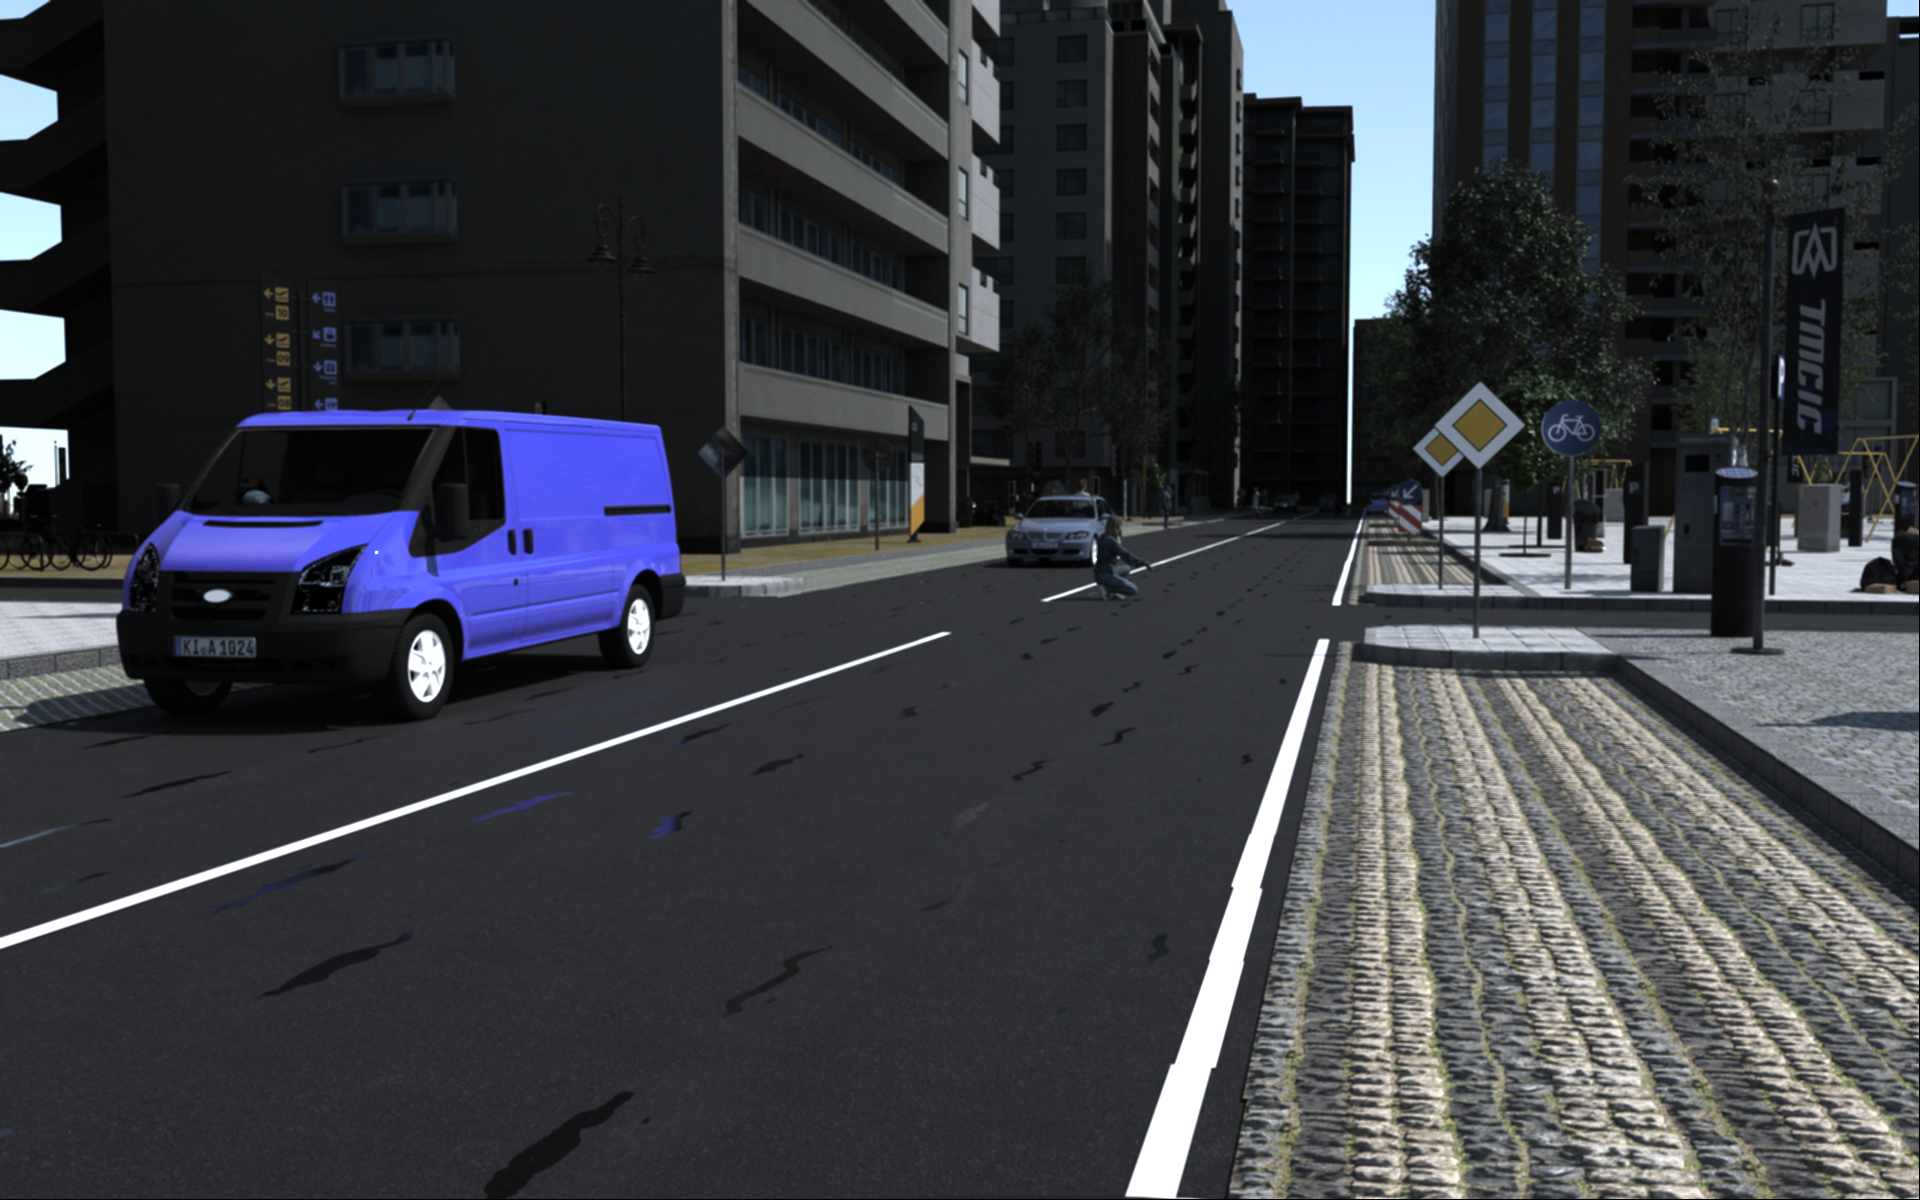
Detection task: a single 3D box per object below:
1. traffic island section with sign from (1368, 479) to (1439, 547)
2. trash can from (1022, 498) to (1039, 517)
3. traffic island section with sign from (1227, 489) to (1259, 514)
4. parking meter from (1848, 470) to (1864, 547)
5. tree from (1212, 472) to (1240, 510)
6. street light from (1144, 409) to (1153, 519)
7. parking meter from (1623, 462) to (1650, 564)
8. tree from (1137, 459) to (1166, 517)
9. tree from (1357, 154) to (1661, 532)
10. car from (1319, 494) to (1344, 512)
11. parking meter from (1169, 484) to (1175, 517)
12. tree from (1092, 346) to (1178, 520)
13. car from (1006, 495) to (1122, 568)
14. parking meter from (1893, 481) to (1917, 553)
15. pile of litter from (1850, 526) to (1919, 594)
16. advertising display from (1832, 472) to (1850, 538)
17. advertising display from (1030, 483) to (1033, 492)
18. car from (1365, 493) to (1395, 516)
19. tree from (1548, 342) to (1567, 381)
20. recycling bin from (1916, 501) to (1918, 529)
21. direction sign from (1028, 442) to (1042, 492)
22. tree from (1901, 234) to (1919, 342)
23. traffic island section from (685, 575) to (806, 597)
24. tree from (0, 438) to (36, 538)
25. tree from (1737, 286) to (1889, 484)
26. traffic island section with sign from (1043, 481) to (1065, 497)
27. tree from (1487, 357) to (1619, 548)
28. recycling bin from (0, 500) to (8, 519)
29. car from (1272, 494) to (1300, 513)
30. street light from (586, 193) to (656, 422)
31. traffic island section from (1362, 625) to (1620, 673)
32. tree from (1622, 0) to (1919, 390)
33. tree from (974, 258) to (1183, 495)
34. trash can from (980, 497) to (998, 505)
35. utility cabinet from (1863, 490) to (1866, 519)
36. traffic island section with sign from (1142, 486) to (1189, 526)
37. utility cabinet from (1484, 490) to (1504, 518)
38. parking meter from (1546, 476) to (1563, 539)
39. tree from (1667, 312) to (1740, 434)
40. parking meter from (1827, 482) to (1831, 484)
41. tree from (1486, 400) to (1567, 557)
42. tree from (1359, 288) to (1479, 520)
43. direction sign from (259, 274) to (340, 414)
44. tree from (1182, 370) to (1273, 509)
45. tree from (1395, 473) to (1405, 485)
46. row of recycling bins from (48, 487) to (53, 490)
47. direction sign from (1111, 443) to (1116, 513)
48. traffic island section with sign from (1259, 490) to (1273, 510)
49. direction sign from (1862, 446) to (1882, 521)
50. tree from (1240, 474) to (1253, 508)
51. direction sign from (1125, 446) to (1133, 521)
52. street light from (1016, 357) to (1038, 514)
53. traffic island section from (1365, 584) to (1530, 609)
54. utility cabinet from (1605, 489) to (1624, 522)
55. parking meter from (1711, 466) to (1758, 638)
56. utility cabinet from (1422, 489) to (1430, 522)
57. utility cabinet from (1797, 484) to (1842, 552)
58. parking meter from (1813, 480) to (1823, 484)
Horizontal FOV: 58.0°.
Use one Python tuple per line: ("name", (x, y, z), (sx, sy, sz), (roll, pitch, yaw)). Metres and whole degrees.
("traffic island section with sign", (12.315, -2.402, 47.900), (1.989, 1.847, 2.006), (1, 4, 13))
("trash can", (3.959, -5.462, 100.959), (0.748, 1.137, 0.748), (0, 3, 0))
("traffic island section with sign", (20.327, -7.107, 124.834), (1.989, 1.847, 2.006), (1, 4, 13))
("parking meter", (21.882, -2.237, 42.281), (0.255, 1.863, 0.399), (3, 4, 37))
("tree", (21.119, -8.807, 138.596), (1.663, 3.219, 1.824), (0, 3, 0))
("street light", (9.913, -7.187, 90.301), (0.468, 5.910, 1.993), (1, 4, 13))
("parking meter", (12.386, -1.592, 31.746), (0.255, 1.863, 0.399), (-3, 5, -43))
("tree", (10.584, -6.189, 95.796), (1.663, 3.219, 1.824), (0, 3, 0))
("tree", (18.426, -8.672, 58.790), (9.611, 12.733, 9.660), (0, 3, 0))
("car", (29.769, -7.765, 138.965), (2.014, 1.417, 4.499), (1, 4, 14))
("parking meter", (12.037, -5.695, 98.817), (0.399, 1.863, 0.255), (3, 4, 39))
("tree", (8.387, -8.265, 85.499), (4.360, 8.622, 3.978), (0, 3, 0))
("car", (2.192, -1.435, 35.464), (2.014, 1.417, 4.499), (1, 4, 15))
("parking meter", (18.190, -1.524, 33.331), (0.372, 1.533, 0.369), (0, 3, 0))
("pile of litter", (12.504, -0.523, 22.520), (1.719, 0.858, 1.176), (1, 4, 17))
("advertising display", (25.970, -2.788, 50.799), (0.974, 1.923, 0.123), (-1, 4, -20))
("advertising display", (4.079, -5.616, 97.037), (0.123, 1.923, 0.974), (1, 4, 15))
("car", (27.806, -6.420, 114.560), (1.945, 1.707, 3.694), (1, 4, 13))
("tree", (24.221, -7.112, 66.649), (4.360, 8.622, 3.978), (0, 3, 0))
("recycling bin", (34.476, -3.017, 61.882), (0.722, 1.027, 0.722), (1, 4, 12))
("direction sign", (3.231, -5.119, 75.690), (0.876, 3.537, 0.379), (3, 5, 41))
("tree", (31.803, -7.667, 51.103), (9.928, 11.665, 9.643), (0, 3, 0))
("traffic island section", (-3.511, -0.200, 25.558), (2.009, 0.180, 2.903), (1, 4, 13))
("tree", (-28.660, -3.474, 51.403), (1.663, 3.219, 1.824), (0, 3, 0))
("tree", (29.472, -6.667, 59.366), (4.737, 8.622, 4.395), (0, 3, 0))
("traffic island section with sign", (2.693, -2.549, 50.297), (1.989, 1.847, 2.006), (1, 4, 13))
("tree", (13.991, -3.537, 41.541), (4.285, 4.588, 4.351), (0, 3, 0))
("recycling bin", (-40.868, -3.728, 73.506), (0.722, 1.027, 0.722), (-3, 5, -41))
("car", (24.956, -7.388, 132.587), (2.131, 1.459, 4.920), (1, 4, 13))
("street light", (-5.233, -3.312, 26.933), (0.468, 5.910, 1.993), (1, 4, 13))
("traffic island section", (4.616, 0.419, 15.432), (2.009, 0.180, 2.903), (1, 4, 13))
("tree", (12.185, -4.644, 26.299), (4.360, 8.622, 3.978), (0, 3, 0))
("tree", (4.325, -8.228, 68.935), (8.767, 10.594, 7.601), (-2, 4, -35))
("trash can", (1.261, -3.901, 75.437), (0.748, 1.137, 0.748), (0, 3, 0))
("utility cabinet", (46.084, -4.939, 89.425), (1.173, 1.500, 0.318), (1, 4, 20))
("traffic island section with sign", (9.350, -4.271, 78.461), (1.989, 1.847, 2.006), (1, 4, 13))
("utility cabinet", (28.092, -5.031, 90.934), (0.318, 1.500, 1.173), (-3, 4, -36))
("parking meter", (16.871, -2.657, 49.157), (0.399, 1.863, 0.255), (0, 4, 4))
("tree", (30.896, -7.371, 70.885), (4.737, 8.622, 4.395), (0, 3, 0))
("parking meter", (36.413, -4.104, 72.818), (0.399, 1.863, 0.255), (1, 4, 19))
("tree", (11.512, -2.509, 35.627), (1.663, 3.219, 1.824), (0, 3, 0))
("tree", (23.544, -9.773, 85.550), (9.928, 11.665, 9.643), (0, 3, 0))
("direction sign", (-6.922, -1.605, 18.243), (0.379, 3.537, 0.876), (3, 4, 38))
("tree", (22.517, -13.417, 145.124), (9.928, 11.665, 9.643), (0, 3, 0))
("tree", (39.502, -9.723, 153.577), (1.663, 3.219, 1.824), (0, 3, 0))
("row of recycling bins", (-55.173, -6.022, 105.579), (3.534, 1.692, 1.069), (2, 4, 25))
("direction sign", (6.780, -5.173, 76.577), (0.379, 3.537, 0.876), (1, 4, 15))
("traffic island section with sign", (26.539, -8.712, 151.067), (1.989, 1.847, 2.006), (1, 4, 13))
("direction sign", (43.526, -5.548, 82.709), (0.379, 3.537, 0.876), (-3, 4, -38))
("tree", (27.351, -10.391, 164.494), (1.663, 3.219, 1.824), (0, 3, 0))
("direction sign", (8.011, -5.501, 81.939), (0.379, 3.537, 0.876), (0, 4, 3))
("street light", (2.268, -5.251, 58.634), (0.468, 5.910, 1.993), (1, 4, 13))
("traffic island section", (6.455, -0.056, 23.203), (2.009, 0.180, 2.903), (1, 4, 13))
("utility cabinet", (29.420, -4.192, 77.219), (1.173, 1.500, 0.318), (1, 4, 19))
("parking meter", (6.985, -0.440, 15.605), (0.372, 1.533, 0.369), (0, 3, 0))
("utility cabinet", (21.285, -4.316, 79.241), (0.318, 1.500, 1.173), (1, 4, 13))
("utility cabinet", (18.979, -1.810, 38.276), (0.318, 1.500, 1.173), (0, 4, -4))
("parking meter", (34.435, -3.905, 69.553), (0.255, 1.863, 0.399), (0, 4, 2))
